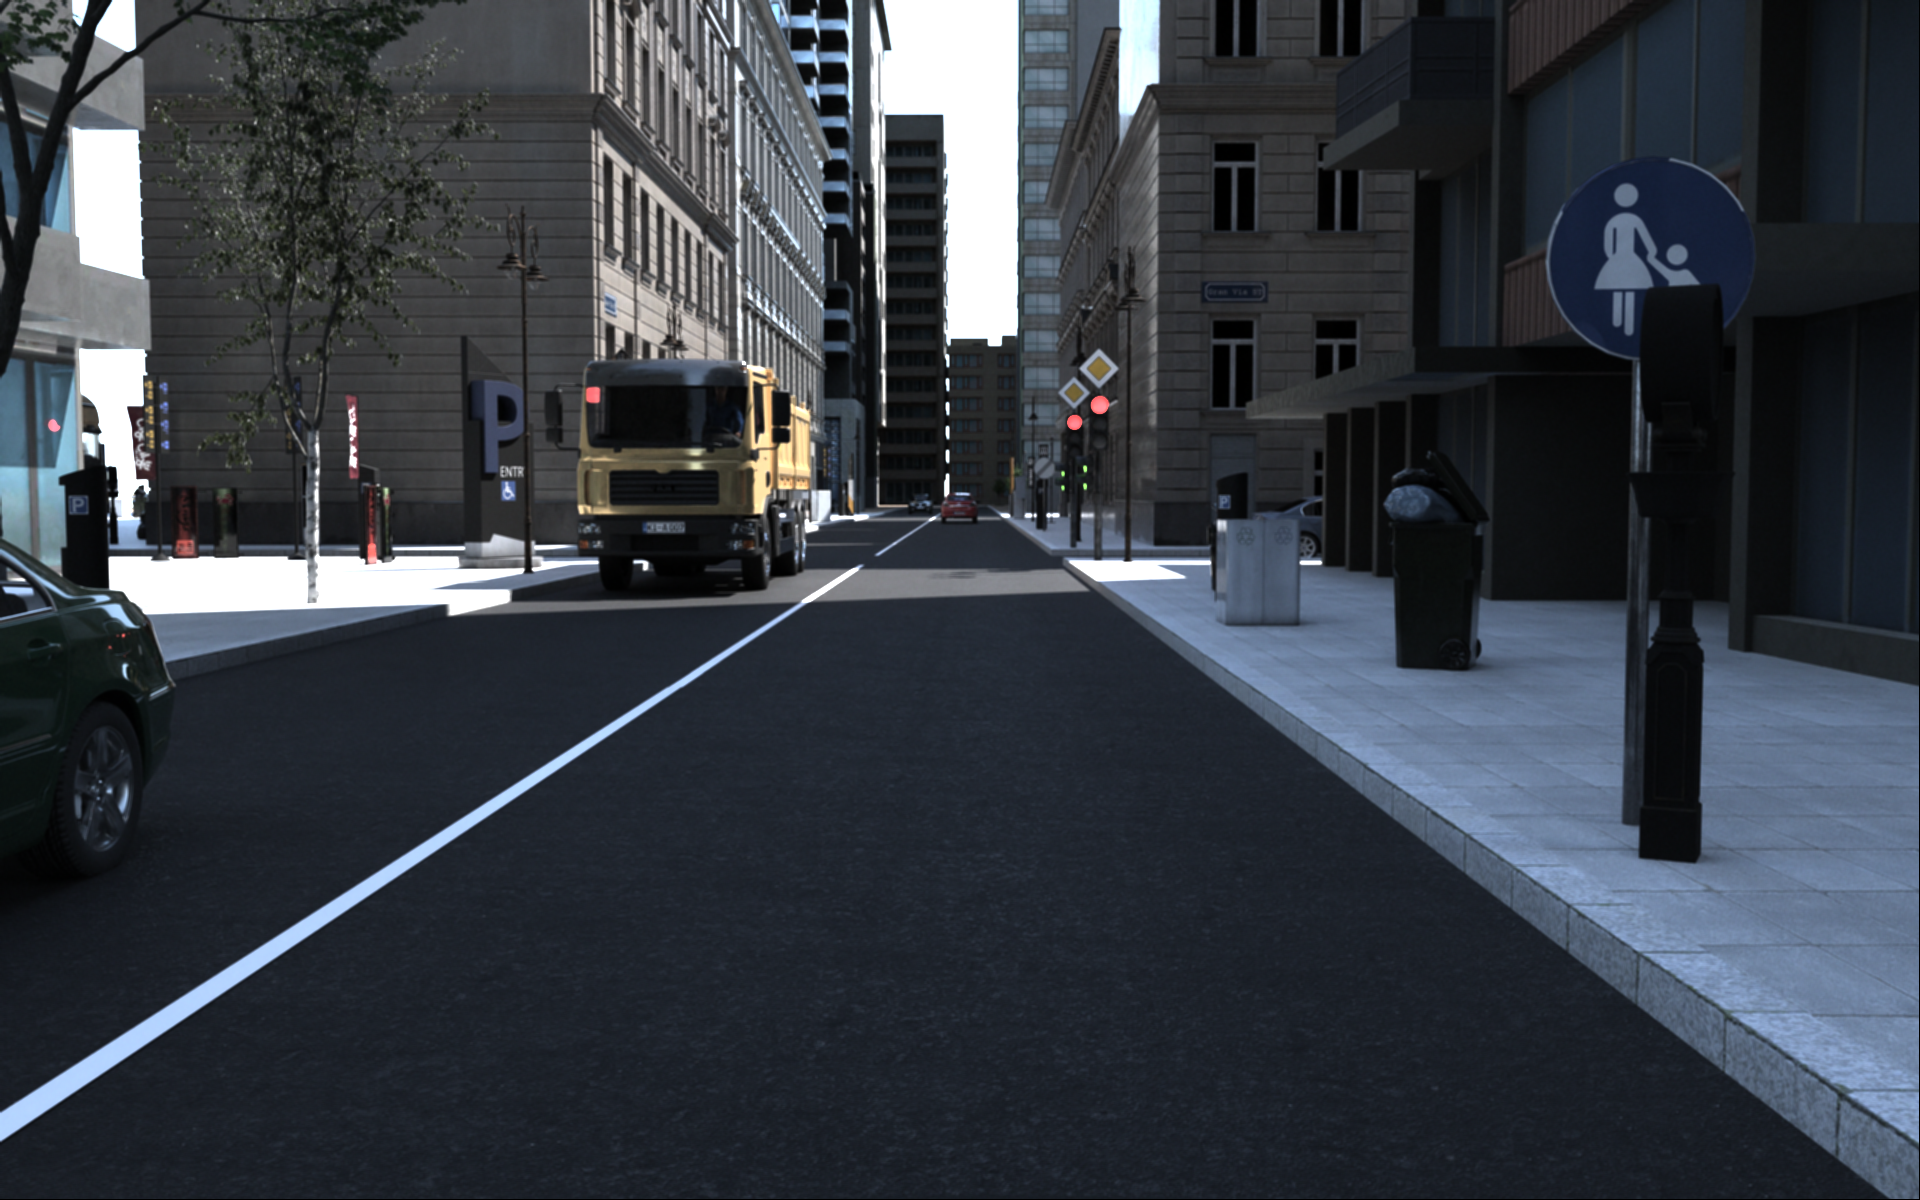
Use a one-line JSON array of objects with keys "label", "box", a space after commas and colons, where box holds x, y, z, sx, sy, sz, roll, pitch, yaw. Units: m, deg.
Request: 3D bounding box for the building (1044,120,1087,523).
[{"label": "building", "box": [10.023, -15.021, 96.507, 10.553, 20.767, 40.483, 0, 4, 0]}]

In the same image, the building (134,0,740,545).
[{"label": "building", "box": [-14.661, -15.758, 54.912, 12.463, 27.353, 25.104, 0, 4, 0]}]

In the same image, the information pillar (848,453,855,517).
[{"label": "information pillar", "box": [-6.211, -6.564, 98.673, 0.183, 3.616, 0.504, -2, 4, -32]}]

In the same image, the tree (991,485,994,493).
[{"label": "tree", "box": [4.601, -12.203, 194.119, 1.663, 3.219, 1.824, 0, 3, 0]}]

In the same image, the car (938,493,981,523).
[{"label": "car", "box": [-0.038, -4.709, 86.040, 2.155, 1.783, 4.494, 0, 4, 0]}]

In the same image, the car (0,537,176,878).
[{"label": "car", "box": [-4.101, 0.406, 5.165, 2.131, 1.459, 4.920, 0, 4, -1]}]

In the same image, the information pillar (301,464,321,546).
[{"label": "information pillar", "box": [-15.937, -2.326, 42.529, 0.304, 2.012, 0.304, 3, 5, 40]}]

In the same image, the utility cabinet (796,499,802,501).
[{"label": "utility cabinet", "box": [-7.536, -4.294, 81.375, 0.306, 1.237, 1.020, 0, 4, -1]}]

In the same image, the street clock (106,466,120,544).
[{"label": "street clock", "box": [-21.749, -2.440, 44.462, 0.358, 2.002, 0.471, -2, 4, -32]}]

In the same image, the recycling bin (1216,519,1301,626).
[{"label": "recycling bin", "box": [2.953, -0.283, 17.187, 0.722, 1.027, 0.722, 0, 4, 0]}]

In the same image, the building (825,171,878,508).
[{"label": "building", "box": [-14.782, -23.416, 154.549, 14.160, 30.474, 14.107, 0, 4, 0]}]

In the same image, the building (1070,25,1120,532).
[{"label": "building", "box": [9.986, -12.300, 65.732, 10.561, 19.102, 19.286, 0, 4, 0]}]

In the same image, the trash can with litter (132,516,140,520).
[{"label": "trash can with litter", "box": [-43.041, -4.938, 91.786, 2.233, 1.210, 1.678, -3, 5, -45]}]

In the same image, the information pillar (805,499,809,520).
[{"label": "information pillar", "box": [-7.712, -5.039, 86.883, 0.304, 2.012, 0.304, 2, 4, 32]}]

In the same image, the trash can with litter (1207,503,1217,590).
[{"label": "trash can with litter", "box": [3.808, -0.706, 22.935, 1.055, 1.170, 0.624, 1, 4, 21]}]

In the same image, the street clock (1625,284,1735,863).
[{"label": "street clock", "box": [2.516, -0.092, 6.076, 0.358, 2.002, 0.471, 2, 4, 28]}]

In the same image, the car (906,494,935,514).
[{"label": "car", "box": [-2.811, -6.958, 123.547, 2.009, 1.686, 4.222, 0, 4, -1]}]

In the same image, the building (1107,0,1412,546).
[{"label": "building", "box": [16.933, -15.303, 47.468, 25.104, 27.353, 12.463, 0, 4, 0]}]

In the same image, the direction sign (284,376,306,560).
[{"label": "direction sign", "box": [-12.938, -2.550, 33.686, 0.379, 3.537, 0.876, -3, 5, -40]}]

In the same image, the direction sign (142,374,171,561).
[{"label": "direction sign", "box": [-15.385, -2.521, 33.210, 0.379, 3.537, 0.876, 0, 4, 4]}]

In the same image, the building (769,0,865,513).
[{"label": "building", "box": [-18.149, -50.011, 130.346, 22.319, 86.520, 31.000, 0, 4, 0]}]

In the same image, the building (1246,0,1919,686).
[{"label": "building", "box": [16.001, -22.163, 16.993, 22.147, 44.769, 28.867, 0, 4, 0]}]

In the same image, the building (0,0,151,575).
[{"label": "building", "box": [-26.968, -24.316, 17.184, 30.456, 49.044, 23.786, 0, 4, 0]}]

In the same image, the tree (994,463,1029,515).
[{"label": "tree", "box": [3.544, -7.312, 114.145, 1.663, 3.219, 1.824, 0, 3, 0]}]

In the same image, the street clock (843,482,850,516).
[{"label": "street clock", "box": [-6.508, -5.852, 100.247, 0.471, 2.002, 0.358, -2, 4, -34]}]

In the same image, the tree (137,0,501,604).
[{"label": "tree", "box": [-7.557, -4.276, 20.268, 4.360, 8.622, 3.978, 0, 3, 0]}]

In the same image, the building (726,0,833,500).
[{"label": "building", "box": [-16.622, -19.186, 90.108, 17.030, 29.872, 44.131, 0, 4, 0]}]

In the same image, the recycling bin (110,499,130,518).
[{"label": "recycling bin", "box": [-45.026, -4.910, 92.825, 0.722, 1.027, 0.722, 0, 4, 7]}]

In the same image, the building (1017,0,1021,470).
[{"label": "building", "box": [15.312, -36.912, 145.503, 21.231, 58.520, 28.212, 0, 4, 0]}]

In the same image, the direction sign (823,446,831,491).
[{"label": "direction sign", "box": [-6.350, -5.537, 82.525, 0.379, 3.537, 0.876, 1, 4, 20]}]

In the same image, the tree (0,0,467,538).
[{"label": "tree", "box": [-7.702, -5.376, 13.651, 9.928, 11.665, 9.643, 0, 3, 0]}]

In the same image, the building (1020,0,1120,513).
[{"label": "building", "box": [11.340, -26.994, 124.945, 14.154, 41.232, 14.086, 0, 4, 0]}]

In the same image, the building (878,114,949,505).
[{"label": "building", "box": [-12.275, -35.947, 211.438, 21.600, 48.544, 21.300, 0, 4, 0]}]

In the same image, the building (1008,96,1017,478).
[{"label": "building", "box": [16.980, -34.016, 175.768, 23.786, 49.044, 30.456, 0, 4, 0]}]

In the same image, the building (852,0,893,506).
[{"label": "building", "box": [-21.221, -35.932, 176.726, 27.495, 52.752, 28.713, 0, 4, 0]}]

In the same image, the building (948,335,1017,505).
[{"label": "building", "box": [13.178, -22.627, 214.994, 28.899, 21.520, 27.650, 0, 4, 0]}]
